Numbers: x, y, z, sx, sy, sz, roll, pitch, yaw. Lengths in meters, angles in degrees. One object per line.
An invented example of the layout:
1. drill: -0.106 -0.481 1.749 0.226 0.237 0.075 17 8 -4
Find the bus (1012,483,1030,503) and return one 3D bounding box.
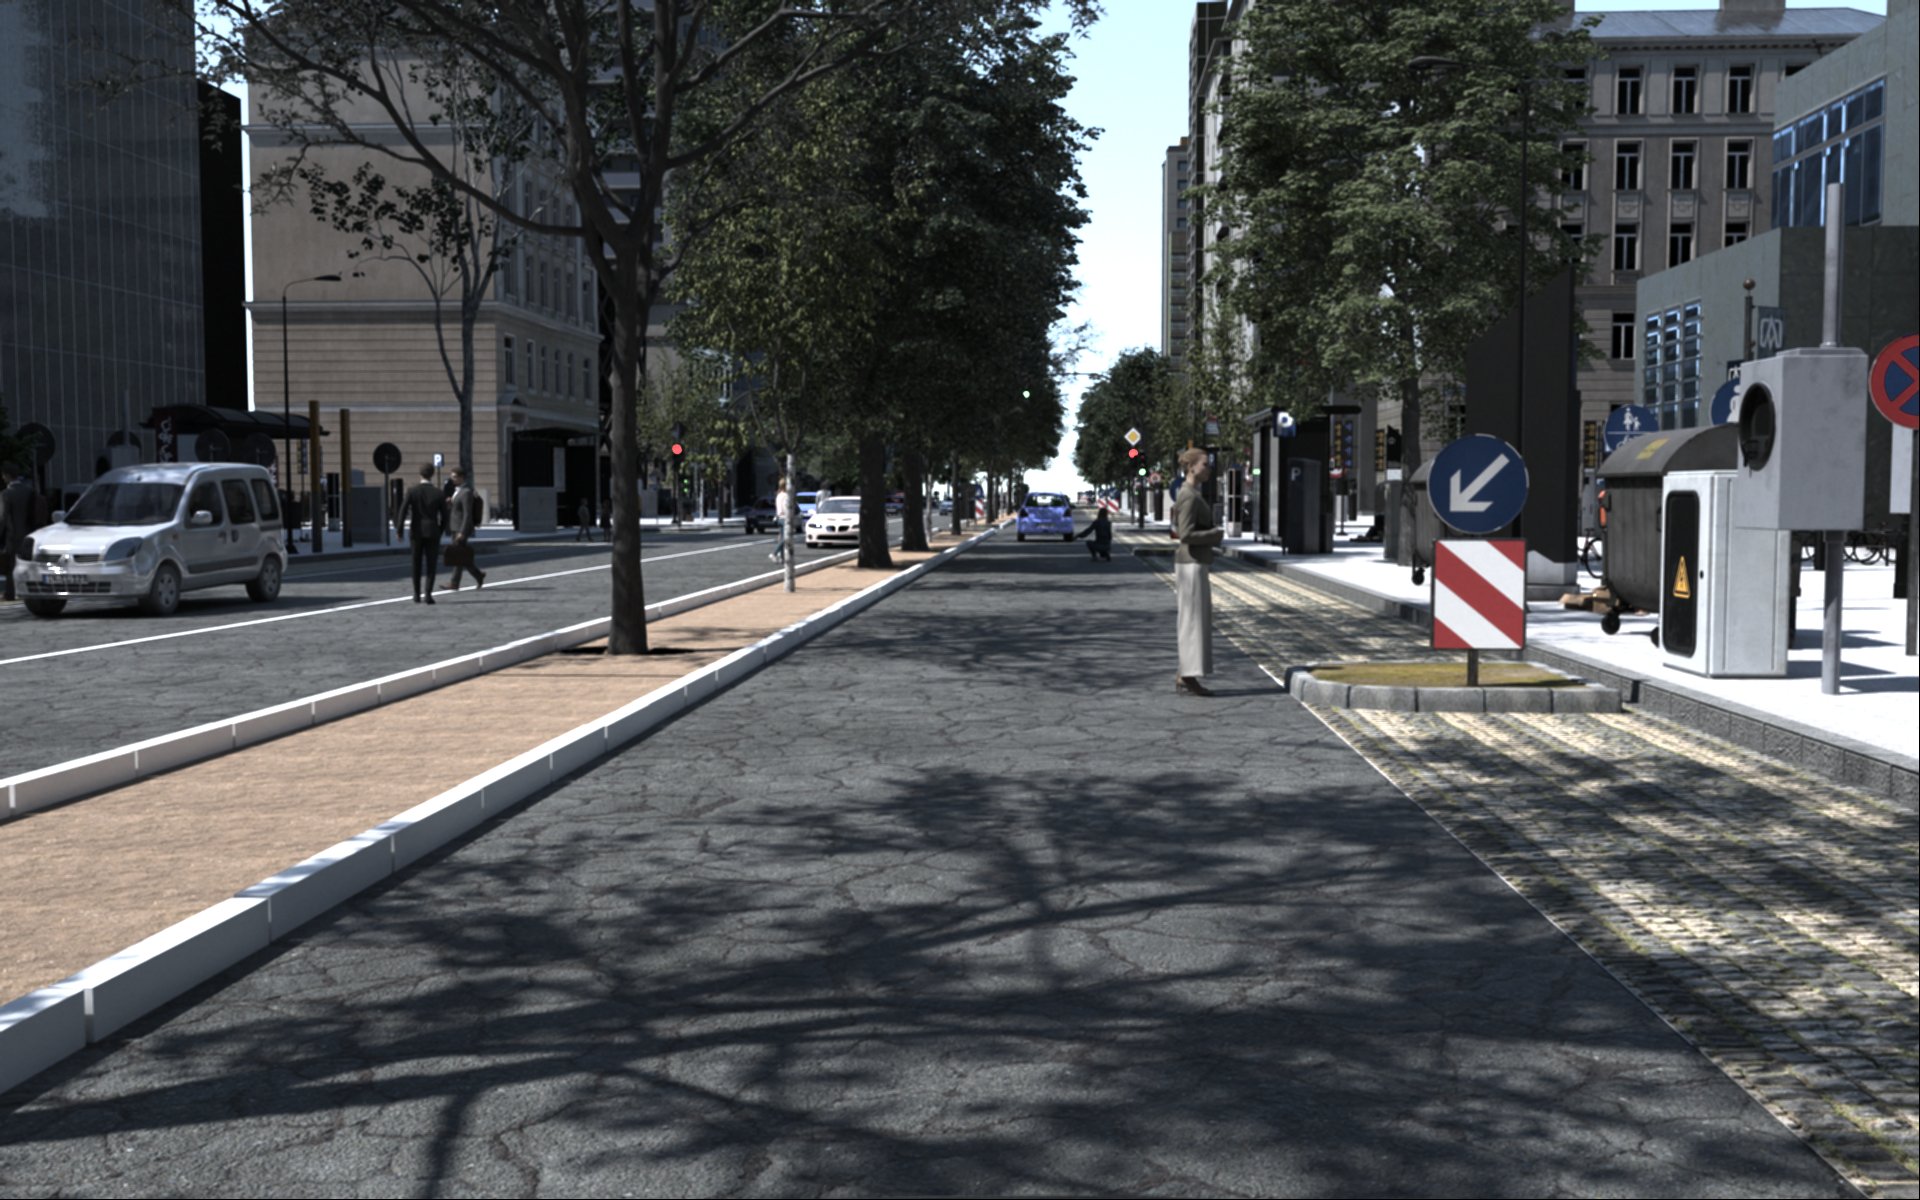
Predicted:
1. bus: 10.489 -18.375 295.288 2.948 3.499 13.247 0 4 4

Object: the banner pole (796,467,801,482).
1. banner pole: -12.735 -8.858 134.852 0.863 3.779 0.401 -1 4 -23

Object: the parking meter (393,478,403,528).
1. parking meter: -21.104 -3.629 65.052 0.255 1.863 0.399 -3 5 -41

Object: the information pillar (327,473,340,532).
1. information pillar: -21.442 -3.350 59.269 0.304 2.012 0.304 1 4 14

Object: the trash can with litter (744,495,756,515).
1. trash can with litter: -12.299 -5.655 103.510 1.678 1.210 2.233 -3 4 -38

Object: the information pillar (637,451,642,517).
1. information pillar: -17.604 -6.344 95.077 0.183 3.616 0.504 1 4 11

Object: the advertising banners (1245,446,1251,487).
1. advertising banners: 10.697 -4.061 62.589 0.090 3.025 2.074 -1 4 -14

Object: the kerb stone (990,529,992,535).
1. kerb stone: 0.926 -2.261 59.234 0.120 0.150 1.000 0 4 3

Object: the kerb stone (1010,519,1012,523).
1. kerb stone: 2.242 -3.614 81.326 0.120 0.150 1.000 0 4 3

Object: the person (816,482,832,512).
1. person: -4.396 -2.946 56.542 0.514 1.842 0.818 -2 4 -27

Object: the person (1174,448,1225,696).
1. person: 1.697 -0.199 12.304 0.362 1.759 0.519 0 4 7

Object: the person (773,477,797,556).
1. person: -4.040 -1.934 40.094 0.573 1.828 0.580 -1 4 -14

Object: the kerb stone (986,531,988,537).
1. kerb stone: 0.746 -2.076 56.162 0.120 0.150 1.000 0 4 3

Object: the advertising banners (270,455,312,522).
1. advertising banners: -30.152 -4.999 77.919 0.090 3.025 2.074 3 5 42

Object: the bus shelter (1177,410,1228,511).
1. bus shelter: 11.317 -6.320 80.961 2.179 5.291 8.768 0 4 3

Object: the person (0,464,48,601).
1. person: -12.541 -0.896 23.114 0.822 1.834 0.622 0 4 7

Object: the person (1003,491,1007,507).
1. person: 5.143 -11.584 198.621 0.721 1.735 1.217 -1 4 -17

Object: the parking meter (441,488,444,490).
1. parking meter: -19.362 -3.476 65.237 0.372 1.533 0.369 0 3 0

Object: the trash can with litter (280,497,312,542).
1. trash can with litter: -18.301 -2.156 46.307 2.233 1.210 1.678 -1 4 -18

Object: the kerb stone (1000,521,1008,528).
1. kerb stone: 1.941 -3.304 76.219 0.120 0.150 1.000 0 4 3

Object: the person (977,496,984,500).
1. person: 1.669 -9.497 163.804 1.348 1.821 0.705 0 4 3

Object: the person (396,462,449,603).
1. person: -7.048 -0.886 22.759 0.659 1.850 0.755 -1 4 -16

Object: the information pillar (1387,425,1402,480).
1. information pillar: 14.474 -4.065 57.816 0.504 3.616 0.183 1 4 15

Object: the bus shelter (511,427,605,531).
1. bus shelter: -14.644 -4.414 63.458 1.731 3.624 6.357 0 4 4

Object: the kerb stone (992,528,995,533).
1. kerb stone: 1.054 -2.391 61.285 0.120 0.150 1.000 0 4 3

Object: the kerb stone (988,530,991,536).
1. kerb stone: 0.864 -2.202 58.207 0.120 0.150 1.000 0 4 3

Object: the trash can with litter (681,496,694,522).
1. trash can with litter: -12.632 -4.240 80.715 0.624 1.170 1.055 -2 4 -27

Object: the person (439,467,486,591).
1. person: -7.375 -1.057 25.742 0.822 1.834 0.622 -3 5 -41

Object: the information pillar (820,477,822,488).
1. information pillar: -10.988 -8.938 137.495 0.183 3.616 0.504 -1 4 -15

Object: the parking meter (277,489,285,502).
1. parking meter: -32.174 -4.507 82.096 0.372 1.533 0.369 0 3 0

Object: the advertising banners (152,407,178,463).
1. advertising banners: -15.268 -2.367 34.895 2.074 3.025 0.090 0 4 7

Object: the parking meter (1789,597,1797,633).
1. parking meter: 7.382 -0.445 15.684 0.372 1.533 0.369 0 3 0

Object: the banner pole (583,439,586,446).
1. banner pole: -17.257 -5.426 78.735 0.863 3.779 0.401 -3 5 -44

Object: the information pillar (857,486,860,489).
1. information pillar: -8.522 -9.389 144.859 0.183 3.616 0.504 2 4 27

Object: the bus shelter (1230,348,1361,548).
1. bus shelter: 8.667 -4.132 45.184 2.179 5.291 8.768 0 4 3

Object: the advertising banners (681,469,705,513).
1. advertising banners: -18.973 -7.734 122.634 2.074 3.025 0.090 -2 4 -31

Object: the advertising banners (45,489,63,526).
1. advertising banners: -22.417 -2.761 41.324 2.074 3.025 0.090 0 4 -1

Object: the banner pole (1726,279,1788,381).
1. banner pole: 9.395 -1.856 20.367 0.863 3.779 0.401 -2 4 -25

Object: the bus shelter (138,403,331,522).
1. bus shelter: -17.163 -2.904 41.403 2.014 3.302 5.546 0 4 3

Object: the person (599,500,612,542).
1. person: -10.537 -2.340 51.427 0.362 1.253 0.373 -3 5 -44

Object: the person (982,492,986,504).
1. person: 3.502 -15.023 253.998 0.709 1.838 0.599 0 4 2

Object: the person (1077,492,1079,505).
1. person: 14.499 -12.382 211.655 0.721 1.736 1.217 0 4 8

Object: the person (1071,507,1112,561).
1. person: 2.904 -1.419 37.203 1.012 1.151 0.738 -1 4 -14

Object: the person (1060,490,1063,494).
1. person: 10.873 -10.995 188.142 0.709 1.838 0.599 3 5 40

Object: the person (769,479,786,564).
1. person: -3.676 -1.617 35.610 0.598 1.740 0.731 -3 5 -41

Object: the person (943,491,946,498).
1. person: -1.852 -12.213 208.187 0.705 1.824 1.348 0 4 4

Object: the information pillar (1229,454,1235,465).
1. information pillar: 15.674 -6.643 99.968 0.504 3.616 0.183 -3 5 -39

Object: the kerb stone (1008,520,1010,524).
1. kerb stone: 2.065 -3.423 78.262 0.120 0.150 1.000 0 4 3

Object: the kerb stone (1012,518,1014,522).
1. kerb stone: 2.428 -3.804 84.395 0.120 0.150 1.000 0 4 3

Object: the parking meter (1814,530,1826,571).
1. parking meter: 14.501 -1.420 28.926 0.399 1.863 0.255 0 4 1

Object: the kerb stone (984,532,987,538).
1. kerb stone: 0.692 -2.015 55.141 0.120 0.150 1.000 0 4 3

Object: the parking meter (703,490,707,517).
1. parking meter: -14.487 -5.481 98.022 0.372 1.533 0.369 0 3 0

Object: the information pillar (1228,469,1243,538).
1. information pillar: 8.073 -2.835 50.839 0.304 2.012 0.304 -2 4 -26

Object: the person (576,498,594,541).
1. person: -11.383 -2.424 52.399 0.475 1.303 0.640 2 4 32
